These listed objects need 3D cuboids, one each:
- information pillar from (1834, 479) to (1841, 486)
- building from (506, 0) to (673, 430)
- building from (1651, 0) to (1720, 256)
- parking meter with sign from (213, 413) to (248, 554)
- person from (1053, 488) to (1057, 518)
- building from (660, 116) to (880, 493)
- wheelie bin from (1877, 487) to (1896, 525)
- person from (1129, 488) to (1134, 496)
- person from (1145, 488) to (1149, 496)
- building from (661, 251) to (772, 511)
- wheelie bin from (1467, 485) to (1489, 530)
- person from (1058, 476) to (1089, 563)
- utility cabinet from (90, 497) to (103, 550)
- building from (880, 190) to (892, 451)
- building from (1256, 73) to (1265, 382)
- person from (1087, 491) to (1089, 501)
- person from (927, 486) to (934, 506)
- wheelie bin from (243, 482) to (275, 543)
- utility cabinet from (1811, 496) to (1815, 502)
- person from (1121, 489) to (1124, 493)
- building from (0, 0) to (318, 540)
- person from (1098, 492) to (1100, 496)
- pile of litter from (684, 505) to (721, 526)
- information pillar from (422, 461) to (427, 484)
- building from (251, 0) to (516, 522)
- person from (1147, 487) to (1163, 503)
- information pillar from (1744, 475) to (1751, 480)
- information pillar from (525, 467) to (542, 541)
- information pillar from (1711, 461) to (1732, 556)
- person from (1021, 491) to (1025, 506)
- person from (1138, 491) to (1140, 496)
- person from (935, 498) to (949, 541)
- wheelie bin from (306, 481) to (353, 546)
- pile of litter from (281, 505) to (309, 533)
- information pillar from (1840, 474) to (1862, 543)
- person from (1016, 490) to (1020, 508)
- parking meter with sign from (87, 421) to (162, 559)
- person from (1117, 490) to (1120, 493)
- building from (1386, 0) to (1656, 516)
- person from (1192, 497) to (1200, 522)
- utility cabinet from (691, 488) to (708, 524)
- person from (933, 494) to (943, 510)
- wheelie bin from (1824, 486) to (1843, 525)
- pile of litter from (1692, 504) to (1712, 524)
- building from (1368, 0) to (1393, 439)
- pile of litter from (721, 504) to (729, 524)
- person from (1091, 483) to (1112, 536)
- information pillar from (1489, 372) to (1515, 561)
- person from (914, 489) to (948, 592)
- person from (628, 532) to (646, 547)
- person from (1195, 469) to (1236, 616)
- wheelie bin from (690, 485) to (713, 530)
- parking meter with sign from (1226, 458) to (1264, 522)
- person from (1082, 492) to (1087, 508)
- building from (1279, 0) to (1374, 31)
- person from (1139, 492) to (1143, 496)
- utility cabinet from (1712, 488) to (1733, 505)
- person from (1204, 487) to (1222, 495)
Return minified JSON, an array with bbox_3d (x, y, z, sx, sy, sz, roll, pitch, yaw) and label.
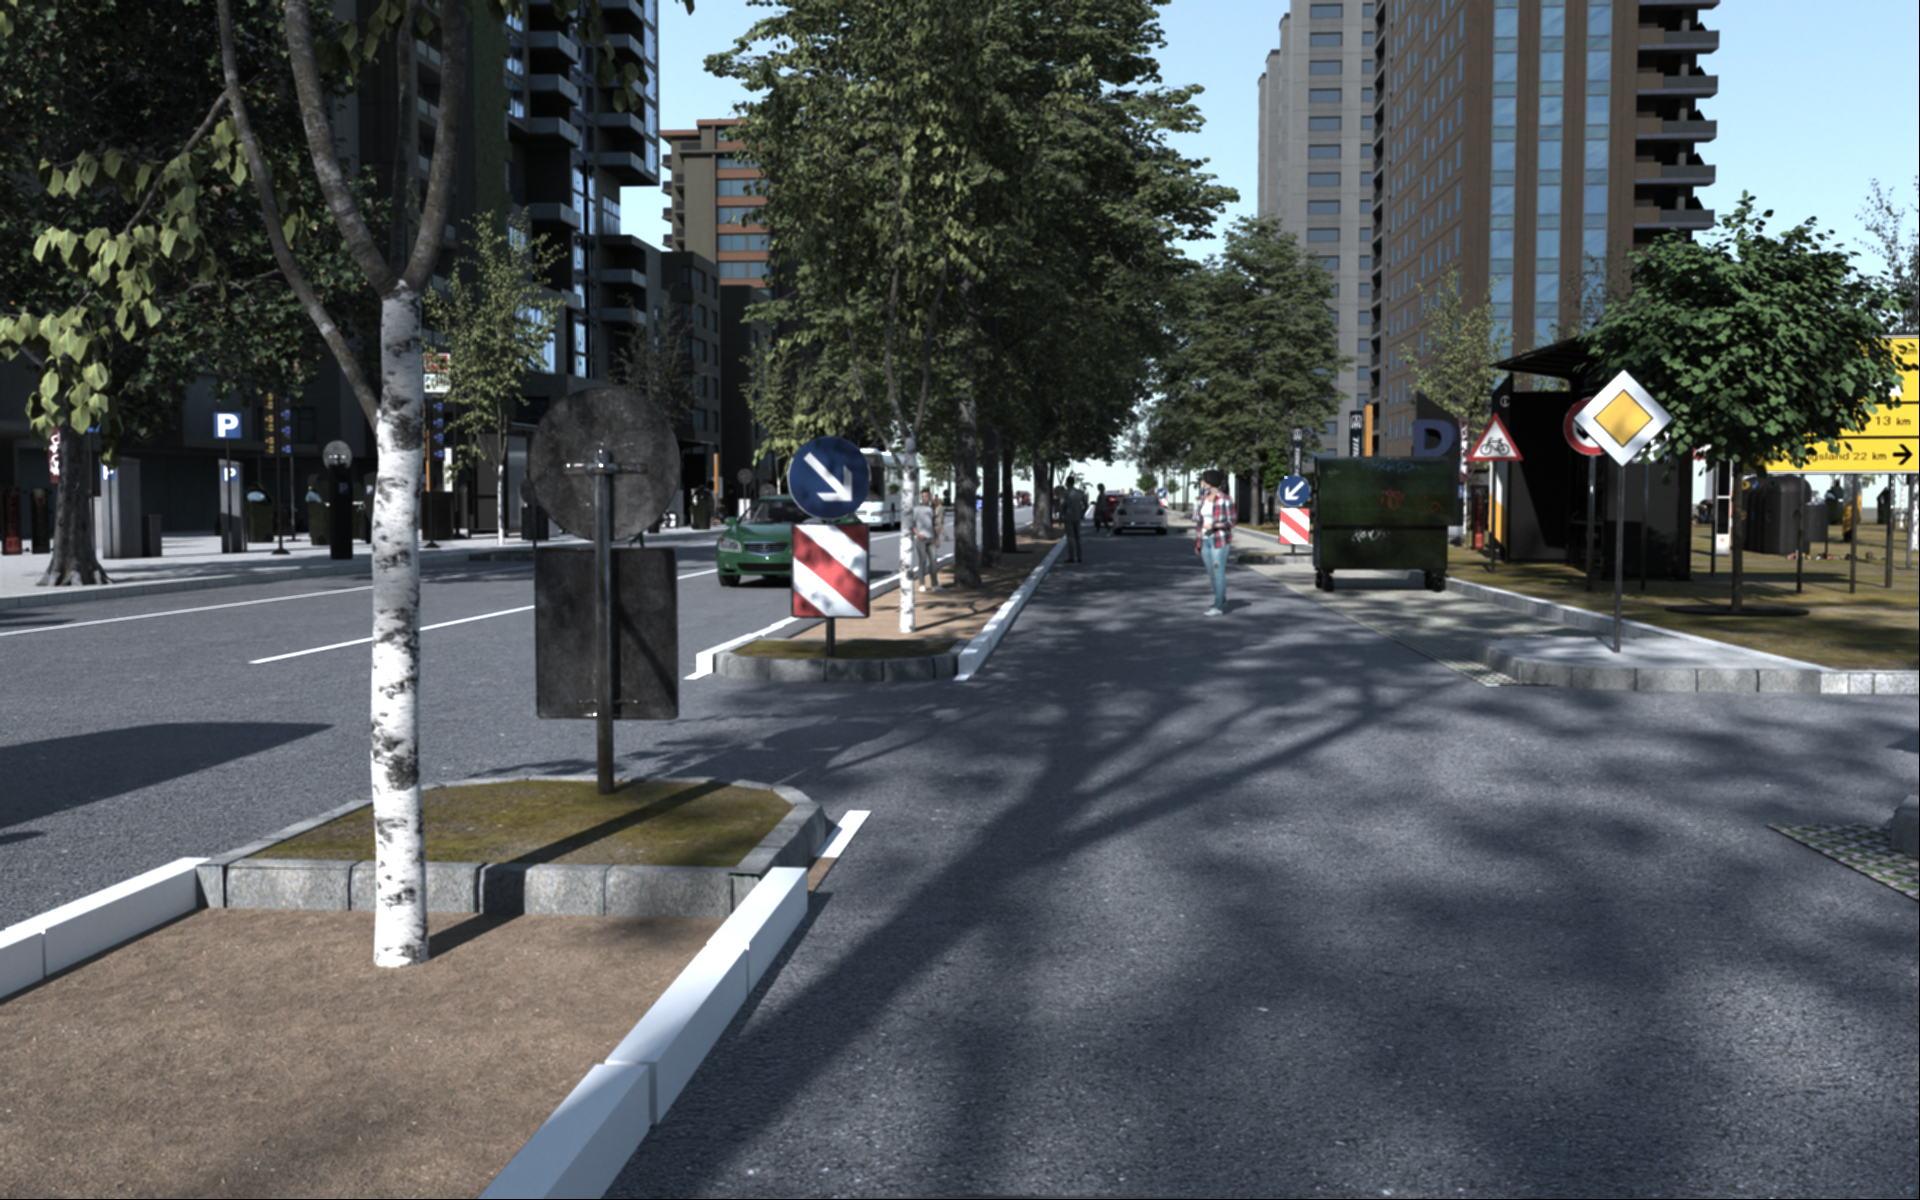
[{"bbox_3d":[42.329,-4.843,83.678,0.304,2.012,0.304,1,4,18],"label":"information pillar"},{"bbox_3d":[-30.840,-48.559,106.617,22.319,86.520,31.000,0,4,5],"label":"building"},{"bbox_3d":[36.408,-27.865,105.709,14.600,45.320,14.200,0,4,5],"label":"building"},{"bbox_3d":[-15.933,-2.550,37.950,0.543,3.016,1.738,-1,4,-18],"label":"parking meter with sign"},{"bbox_3d":[5.698,-5.927,105.494,1.348,1.812,0.705,0,3,0],"label":"person"},{"bbox_3d":[-22.643,-33.563,203.375,22.147,44.769,28.867,0,4,5],"label":"building"},{"bbox_3d":[38.656,-3.938,72.297,0.693,1.594,0.980,2,4,31],"label":"wheelie bin"},{"bbox_3d":[11.196,-6.432,113.759,0.705,1.812,1.348,-1,4,-17],"label":"person"},{"bbox_3d":[11.278,-5.838,104.042,0.705,1.812,1.348,0,4,-2],"label":"person"},{"bbox_3d":[-31.560,-17.977,138.965,27.650,21.520,28.899,0,4,5],"label":"building"},{"bbox_3d":[18.345,-3.265,61.296,0.980,1.594,0.693,1,4,10],"label":"wheelie bin"},{"bbox_3d":[2.359,-1.689,36.219,0.635,1.810,0.391,-2,4,-32],"label":"person"},{"bbox_3d":[-19.656,-1.781,40.273,1.020,1.237,0.306,-3,4,-39],"label":"utility cabinet"},{"bbox_3d":[-20.763,-35.322,232.131,22.147,44.769,28.867,0,4,5],"label":"building"},{"bbox_3d":[50.176,-42.130,230.816,21.231,58.520,28.212,0,4,5],"label":"building"},{"bbox_3d":[17.859,-14.332,242.925,0.705,1.812,1.348,0,4,-6],"label":"person"},{"bbox_3d":[-1.522,-4.653,84.775,0.606,1.804,0.583,1,4,18],"label":"person"},{"bbox_3d":[-18.462,-2.304,45.584,0.693,1.594,0.980,-3,4,-38],"label":"wheelie bin"},{"bbox_3d":[28.700,-2.927,59.017,0.306,1.237,1.020,0,4,-6],"label":"utility cabinet"},{"bbox_3d":[9.765,-5.800,103.882,0.990,1.755,0.434,1,4,20],"label":"person"},{"bbox_3d":[-38.332,-28.215,50.555,28.713,52.752,27.495,0,4,5],"label":"building"},{"bbox_3d":[15.735,-11.246,193.158,1.217,1.735,0.721,-3,5,-41],"label":"person"},{"bbox_3d":[-10.591,-3.397,69.505,1.719,0.858,1.176,0,4,-5],"label":"pile of litter"},{"bbox_3d":[-22.256,-4.916,71.735,0.183,3.616,0.504,2,4,32],"label":"information pillar"},{"bbox_3d":[-29.645,-24.186,79.034,14.154,41.232,14.086,0,4,5],"label":"building"},{"bbox_3d":[10.225,-5.109,92.035,1.348,1.823,0.705,2,4,31],"label":"person"},{"bbox_3d":[35.887,-5.354,78.889,0.504,3.616,0.183,-3,4,-38],"label":"information pillar"},{"bbox_3d":[-11.652,-2.621,47.347,0.304,2.012,0.304,2,4,30],"label":"information pillar"},{"bbox_3d":[15.736,-1.914,35.780,0.304,2.012,0.304,1,4,11],"label":"information pillar"},{"bbox_3d":[7.232,-11.741,200.993,0.721,1.766,1.217,1,4,15],"label":"person"},{"bbox_3d":[21.225,-12.028,205.021,0.709,1.838,0.599,1,4,21],"label":"person"},{"bbox_3d":[-0.612,-2.440,52.659,0.640,1.303,0.475,2,4,24],"label":"person"},{"bbox_3d":[-15.811,-2.150,43.068,0.693,1.594,0.980,2,4,32],"label":"wheelie bin"},{"bbox_3d":[-22.310,-2.684,57.851,1.719,0.858,1.176,0,4,-1],"label":"pile of litter"},{"bbox_3d":[23.582,-3.327,45.754,0.183,3.616,0.504,-2,4,-29],"label":"information pillar"},{"bbox_3d":[6.108,-10.653,182.689,0.705,1.822,1.348,0,4,2],"label":"person"},{"bbox_3d":[-16.630,-2.331,34.375,0.543,3.016,1.738,1,4,14],"label":"parking meter with sign"},{"bbox_3d":[11.609,-7.228,127.461,1.217,1.735,0.721,2,4,31],"label":"person"},{"bbox_3d":[37.929,-28.728,119.806,14.600,45.320,14.200,0,4,5],"label":"building"},{"bbox_3d":[11.982,-4.609,88.142,0.394,1.301,0.425,3,4,38],"label":"person"},{"bbox_3d":[-11.285,-4.066,75.158,0.318,1.500,1.173,1,4,11],"label":"utility cabinet"},{"bbox_3d":[-1.379,-5.440,100.696,1.065,1.426,0.557,-2,4,-33],"label":"person"},{"bbox_3d":[35.888,-3.860,71.026,0.980,1.594,0.693,-2,4,-25],"label":"wheelie bin"},{"bbox_3d":[31.644,-3.646,73.573,1.176,0.858,1.719,-2,4,-30],"label":"pile of litter"},{"bbox_3d":[42.253,-42.701,136.412,20.563,71.187,20.611,0,4,5],"label":"building"},{"bbox_3d":[-10.393,-3.639,73.456,1.176,0.858,1.719,2,4,28],"label":"pile of litter"},{"bbox_3d":[4.840,-3.083,59.082,0.728,1.800,0.709,0,4,7],"label":"person"},{"bbox_3d":[10.484,-2.577,33.495,0.183,3.616,0.504,-3,4,-37],"label":"information pillar"},{"bbox_3d":[-0.475,-0.875,25.394,0.523,1.515,0.503,2,4,25],"label":"person"},{"bbox_3d":[-8.459,-2.001,45.467,0.590,1.304,0.306,-3,4,-37],"label":"person"},{"bbox_3d":[3.039,-0.680,20.457,0.643,1.720,0.563,-2,4,-34],"label":"person"},{"bbox_3d":[-9.252,-3.316,62.121,0.693,1.594,0.980,0,4,8],"label":"wheelie bin"},{"bbox_3d":[13.242,-5.147,80.407,1.738,3.016,0.543,0,4,3],"label":"parking meter with sign"},{"bbox_3d":[11.062,-8.854,154.180,0.541,1.710,0.530,1,4,19],"label":"person"},{"bbox_3d":[47.814,-40.399,202.517,21.231,58.520,28.212,0,4,5],"label":"building"},{"bbox_3d":[8.482,-4.272,80.941,0.523,1.515,0.503,2,4,31],"label":"person"},{"bbox_3d":[29.958,-3.594,67.442,1.173,1.500,0.318,0,4,3],"label":"utility cabinet"},{"bbox_3d":[6.507,-2.176,44.177,0.679,1.850,0.850,2,4,32],"label":"person"}]
